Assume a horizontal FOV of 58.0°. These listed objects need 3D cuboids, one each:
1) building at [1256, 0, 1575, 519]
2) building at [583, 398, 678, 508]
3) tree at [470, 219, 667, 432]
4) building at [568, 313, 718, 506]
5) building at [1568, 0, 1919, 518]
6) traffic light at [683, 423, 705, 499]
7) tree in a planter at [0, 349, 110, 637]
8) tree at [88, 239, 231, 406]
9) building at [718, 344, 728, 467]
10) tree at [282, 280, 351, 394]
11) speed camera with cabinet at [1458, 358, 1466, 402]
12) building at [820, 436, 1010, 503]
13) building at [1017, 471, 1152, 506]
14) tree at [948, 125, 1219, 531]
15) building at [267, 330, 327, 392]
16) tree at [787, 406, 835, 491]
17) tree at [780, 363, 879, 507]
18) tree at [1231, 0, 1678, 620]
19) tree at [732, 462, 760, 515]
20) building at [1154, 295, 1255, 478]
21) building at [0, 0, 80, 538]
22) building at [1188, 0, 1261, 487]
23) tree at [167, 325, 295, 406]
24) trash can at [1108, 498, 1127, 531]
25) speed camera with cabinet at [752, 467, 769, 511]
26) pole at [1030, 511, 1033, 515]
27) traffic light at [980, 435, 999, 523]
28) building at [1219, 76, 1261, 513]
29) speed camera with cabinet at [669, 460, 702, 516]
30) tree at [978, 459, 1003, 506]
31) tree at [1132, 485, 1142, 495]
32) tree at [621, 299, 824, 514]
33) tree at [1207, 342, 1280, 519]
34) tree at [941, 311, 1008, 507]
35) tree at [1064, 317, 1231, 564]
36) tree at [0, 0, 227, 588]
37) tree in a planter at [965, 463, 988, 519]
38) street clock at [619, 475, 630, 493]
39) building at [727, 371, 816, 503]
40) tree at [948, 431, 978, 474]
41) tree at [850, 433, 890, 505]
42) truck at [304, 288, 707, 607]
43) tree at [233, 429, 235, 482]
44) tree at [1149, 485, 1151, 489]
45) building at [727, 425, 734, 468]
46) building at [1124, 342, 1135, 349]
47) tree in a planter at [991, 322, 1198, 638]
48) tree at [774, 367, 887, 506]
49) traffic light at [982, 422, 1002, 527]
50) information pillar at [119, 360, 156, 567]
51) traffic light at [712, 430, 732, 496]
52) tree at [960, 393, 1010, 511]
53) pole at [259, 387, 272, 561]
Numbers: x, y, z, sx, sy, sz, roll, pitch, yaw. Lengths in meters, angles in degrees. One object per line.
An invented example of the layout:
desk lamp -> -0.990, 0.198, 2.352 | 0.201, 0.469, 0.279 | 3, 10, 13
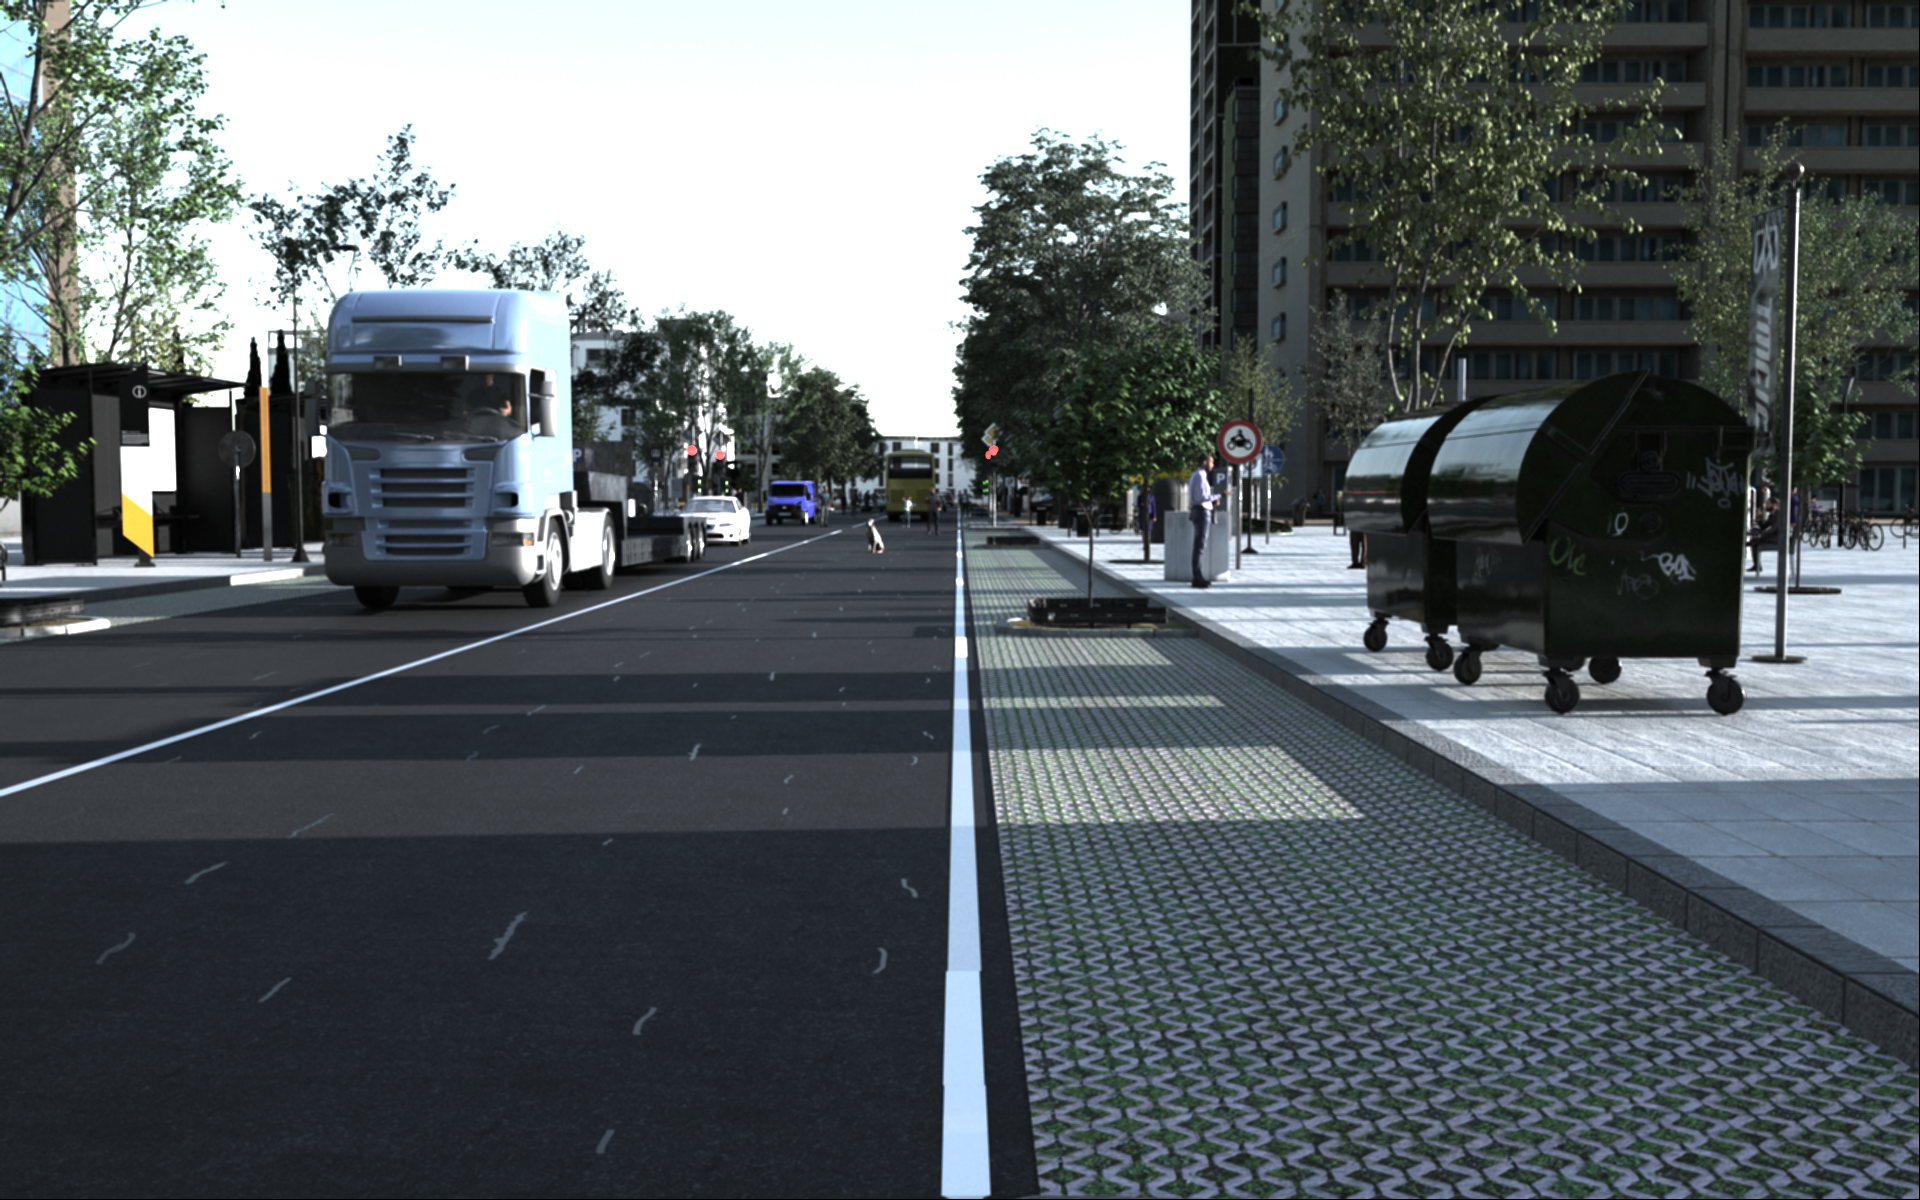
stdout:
building -> 28.317, -29.035, 98.426 | 21.600, 48.544, 21.300 | 0, 3, 0
building -> -31.415, -13.676, 165.744 | 9.099, 9.664, 28.070 | 0, 3, 0
tree -> -13.461, -7.563, 58.068 | 8.767, 10.594, 7.601 | 1, 4, 22
building -> -35.050, -20.103, 185.110 | 16.016, 20.091, 11.380 | 0, 3, 0
building -> 49.917, -29.096, 99.428 | 21.600, 48.544, 21.300 | 0, 3, 0
traffic light -> -10.443, -4.829, 67.879 | 0.839, 4.253, 0.868 | 0, 3, 0
tree in a planter -> -10.120, -1.272, 18.019 | 1.991, 3.239, 1.994 | 0, 3, 0
tree -> -23.429, -6.112, 50.287 | 4.737, 8.622, 4.395 | 0, 3, 0
building -> -34.553, -20.814, 196.735 | 16.016, 20.091, 11.380 | 0, 3, 0
tree -> -21.454, -6.706, 60.001 | 4.737, 8.622, 4.395 | 0, 3, 0
speed camera with cabinet -> 7.844, -1.868, 24.885 | 0.660, 3.252, 2.038 | -2, 4, -32
building -> -6.353, -19.019, 253.108 | 28.070, 9.664, 9.099 | 0, 3, 0
building -> 21.717, -19.036, 253.391 | 28.070, 9.664, 9.099 | 0, 3, 0
tree -> 4.125, -9.331, 59.210 | 9.857, 13.997, 8.962 | 0, 3, 0
building -> -73.525, -21.358, 205.628 | 11.380, 20.091, 16.016 | 0, 3, 0
tree -> -12.533, -11.679, 141.309 | 4.360, 8.622, 3.978 | 0, 3, 0
tree -> -12.670, -15.947, 167.391 | 9.857, 13.997, 8.962 | 0, 3, 0
tree -> 4.807, -4.106, 17.489 | 4.737, 8.622, 4.395 | 0, 3, 0
tree -> -12.972, -6.788, 105.579 | 1.663, 3.219, 1.824 | 0, 3, 0
building -> 25.837, -19.013, 167.283 | 16.016, 20.091, 11.380 | 0, 3, 0
building -> -34.717, -24.244, 46.503 | 14.200, 45.320, 14.600 | 0, 3, 0
building -> 27.858, -42.885, 139.419 | 20.563, 71.187, 20.611 | 0, 3, 0
tree -> -56.691, -14.600, 140.528 | 13.155, 14.587, 18.604 | 0, 4, -5
trash can -> 5.491, -3.000, 60.703 | 0.748, 1.137, 0.748 | 0, 3, 0
speed camera with cabinet -> -14.323, -8.173, 127.964 | 2.038, 3.252, 0.660 | 0, 4, 7
pole -> 4.424, -6.950, 107.482 | 0.158, 3.312, 0.155 | 0, 3, 0
traffic light -> 1.292, -5.319, 75.888 | 0.839, 4.253, 0.868 | 0, 3, 0
building -> 25.427, -21.507, 123.334 | 14.160, 30.474, 14.107 | 0, 3, 0
speed camera with cabinet -> -15.699, -6.447, 99.739 | 2.038, 3.252, 0.660 | -2, 4, -24
tree -> 4.014, -14.129, 181.374 | 4.360, 8.622, 3.978 | 0, 3, 0
tree -> 13.192, -10.651, 124.503 | 4.737, 8.622, 4.395 | 0, 3, 0
tree -> -13.585, -10.164, 91.940 | 9.928, 11.665, 9.643 | 0, 3, 0
tree -> 14.089, -8.118, 83.084 | 4.360, 8.622, 3.978 | 0, 3, 0
tree -> 4.386, -18.988, 166.347 | 12.611, 20.169, 13.585 | 0, 3, 0
tree -> 3.554, -2.975, 32.359 | 4.285, 4.588, 4.351 | 0, 3, 0
tree -> -13.618, -5.962, 23.229 | 9.928, 11.665, 9.643 | 0, 3, 0
tree in a planter -> 1.310, -6.321, 100.571 | 1.991, 3.239, 1.994 | 0, 3, 0
street clock -> -12.681, -3.709, 65.211 | 0.471, 2.002, 0.358 | 1, 4, 18
building -> -36.134, -23.939, 257.855 | 31.486, 18.905, 16.747 | 0, 3, 0
tree -> 3.697, -18.678, 215.751 | 12.009, 13.543, 11.850 | 0, 3, 0
tree -> -12.920, -16.752, 208.301 | 8.767, 10.594, 7.601 | -2, 4, -35
truck -> -6.534, -2.392, 28.860 | 2.967, 4.110, 18.799 | 0, 4, -2
tree -> -56.437, -9.783, 122.864 | 11.467, 7.101, 20.602 | 3, 5, 42
tree -> 12.728, -8.833, 94.774 | 4.360, 8.622, 3.978 | 0, 3, 0
building -> -41.774, -16.326, 209.083 | 28.070, 9.664, 9.099 | 0, 3, 0
building -> 25.401, -21.421, 206.659 | 16.016, 20.091, 11.380 | 0, 3, 0
tree in a planter -> 1.371, -1.272, 18.026 | 1.991, 3.239, 1.994 | 0, 3, 0
tree -> -12.677, -14.538, 154.699 | 9.611, 12.733, 9.660 | 0, 3, 0
traffic light -> 1.298, -4.831, 67.903 | 0.839, 4.253, 0.868 | 0, 3, 0
information pillar -> -14.410, -2.383, 30.318 | 0.504, 3.616, 0.183 | -2, 4, -26
traffic light -> -10.449, -5.318, 75.864 | 0.839, 4.253, 0.868 | 0, 3, 0
tree -> 3.623, -12.693, 133.279 | 9.928, 11.665, 9.643 | 0, 3, 0
pole -> -13.224, -2.395, 32.996 | 0.158, 3.312, 0.155 | 0, 3, 0
